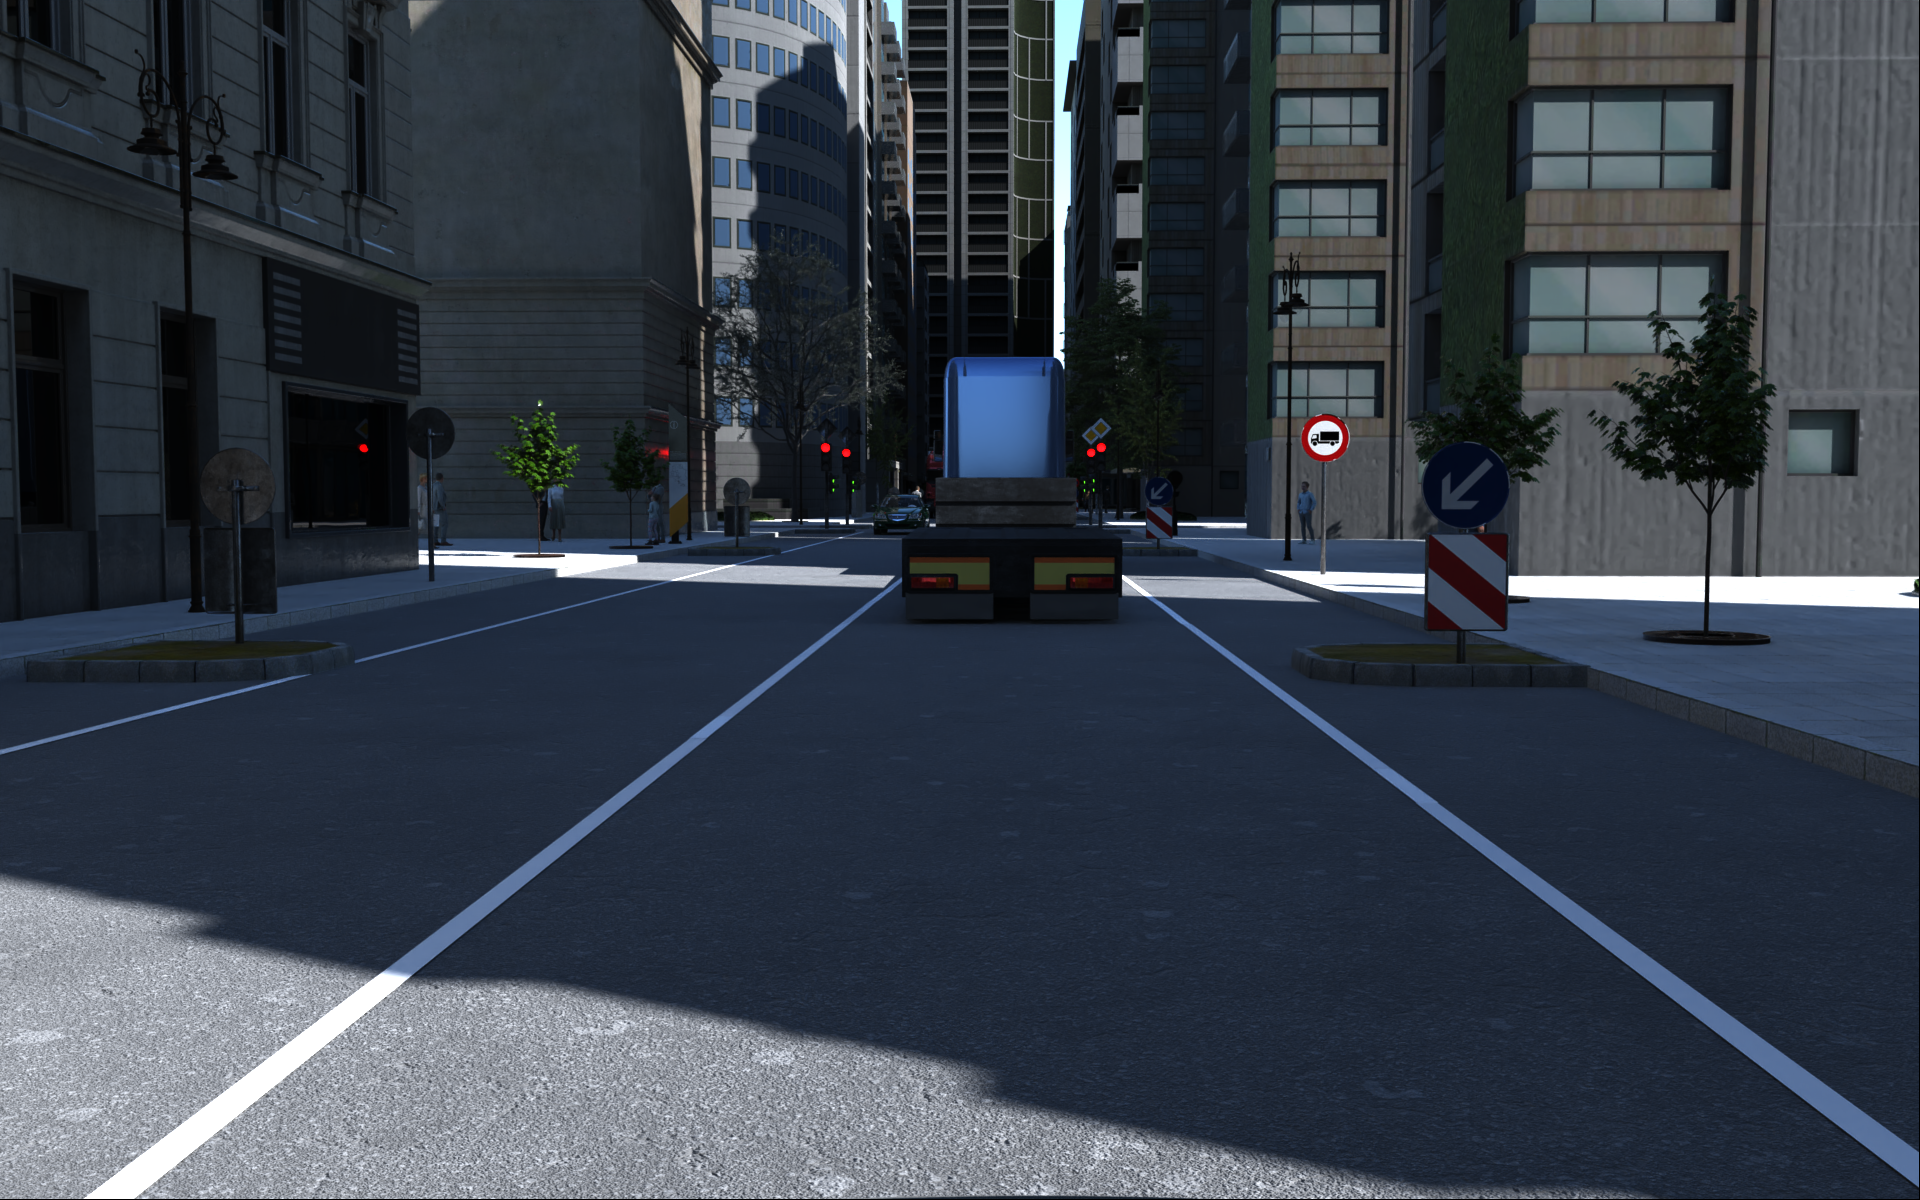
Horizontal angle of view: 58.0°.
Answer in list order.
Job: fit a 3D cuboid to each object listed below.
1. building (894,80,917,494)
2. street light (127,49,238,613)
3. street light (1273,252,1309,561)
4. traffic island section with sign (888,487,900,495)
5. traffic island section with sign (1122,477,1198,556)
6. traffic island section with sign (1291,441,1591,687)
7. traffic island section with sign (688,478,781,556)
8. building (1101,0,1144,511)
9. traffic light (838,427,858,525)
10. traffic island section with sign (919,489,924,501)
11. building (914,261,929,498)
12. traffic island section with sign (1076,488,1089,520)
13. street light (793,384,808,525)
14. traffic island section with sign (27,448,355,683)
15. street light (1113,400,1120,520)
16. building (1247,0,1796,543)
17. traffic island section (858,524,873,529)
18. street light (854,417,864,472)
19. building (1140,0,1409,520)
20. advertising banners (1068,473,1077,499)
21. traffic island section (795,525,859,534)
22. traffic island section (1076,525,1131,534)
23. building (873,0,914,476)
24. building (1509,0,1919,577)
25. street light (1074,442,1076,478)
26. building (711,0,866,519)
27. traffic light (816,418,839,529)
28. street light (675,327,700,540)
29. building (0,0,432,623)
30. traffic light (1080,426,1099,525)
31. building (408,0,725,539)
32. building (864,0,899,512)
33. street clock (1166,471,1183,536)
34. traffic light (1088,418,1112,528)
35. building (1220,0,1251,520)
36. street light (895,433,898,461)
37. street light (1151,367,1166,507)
[{"bbox_3d":[-12.047,-32.692,184.627,14.600,45.320,14.200,0,4,2],"label":"building"},{"bbox_3d":[-8.292,-2.805,18.642,0.468,5.910,1.993,0,4,2],"label":"street light"},{"bbox_3d":[6.329,-3.699,33.273,0.468,5.910,1.993,0,4,2],"label":"street light"},{"bbox_3d":[-3.645,-5.391,96.766,1.989,1.847,2.006,0,4,2],"label":"traffic island section with sign"},{"bbox_3d":[4.510,-1.965,40.760,1.989,1.847,2.006,0,4,2],"label":"traffic island section with sign"},{"bbox_3d":[3.722,-0.317,13.816,1.989,1.847,2.006,0,4,2],"label":"traffic island section with sign"},{"bbox_3d":[-5.300,-1.984,41.061,1.989,1.847,2.006,0,4,2],"label":"traffic island section with sign"},{"bbox_3d":[24.733,-33.179,131.718,28.713,52.752,27.495,0,4,2],"label":"building"},{"bbox_3d":[-4.669,-5.076,71.908,0.839,4.253,0.868,0,4,2],"label":"traffic light"},{"bbox_3d":[-2.838,-7.039,123.721,1.989,1.847,2.006,0,4,2],"label":"traffic island section with sign"},{"bbox_3d":[-10.901,-27.113,214.999,14.107,30.474,14.160,0,4,2],"label":"building"},{"bbox_3d":[6.188,-5.409,97.064,1.989,1.847,2.006,0,4,2],"label":"traffic island section with sign"},{"bbox_3d":[-6.681,-6.109,72.674,0.468,5.910,1.993,0,4,2],"label":"street light"},{"bbox_3d":[-6.107,-0.336,14.118,1.989,1.847,2.006,0,4,2],"label":"traffic island section with sign"},{"bbox_3d":[7.799,-6.881,85.296,0.468,5.910,1.993,0,4,2],"label":"street light"},{"bbox_3d":[16.035,-22.682,54.443,14.154,41.232,14.086,0,4,2],"label":"building"},{"bbox_3d":[-4.709,-3.044,72.044,2.009,0.180,2.903,0,4,2],"label":"traffic island section"},{"bbox_3d":[-5.927,-7.902,101.992,0.468,5.910,1.993,0,4,2],"label":"street light"},{"bbox_3d":[17.816,-25.684,103.526,14.154,41.232,14.086,0,4,2],"label":"building"},{"bbox_3d":[9.209,-8.932,142.219,0.090,3.025,2.074,-1,4,-18],"label":"advertising banners"},{"bbox_3d":[-4.947,-2.555,64.062,2.009,0.180,2.903,0,4,2],"label":"traffic island section"},{"bbox_3d":[5.190,-2.537,63.757,2.009,0.180,2.903,0,4,2],"label":"traffic island section"},{"bbox_3d":[-16.657,-33.195,162.354,23.786,49.044,30.456,0,4,2],"label":"building"},{"bbox_3d":[15.928,-21.333,32.392,14.154,41.232,14.086,0,4,2],"label":"building"},{"bbox_3d":[9.666,-10.551,145.303,0.468,5.910,1.993,0,4,2],"label":"street light"},{"bbox_3d":[-17.092,-34.019,98.217,21.231,58.520,28.212,0,4,2],"label":"building"},{"bbox_3d":[-4.907,-4.588,63.926,0.839,4.253,0.868,0,4,2],"label":"traffic light"},{"bbox_3d":[-7.523,-4.598,47.959,0.468,5.910,1.993,0,4,2],"label":"street light"},{"bbox_3d":[-17.635,-14.266,9.662,17.030,29.872,44.131,0,4,2],"label":"building"},{"bbox_3d":[5.388,-5.058,71.626,0.839,4.253,0.868,0,4,2],"label":"traffic light"},{"bbox_3d":[-25.706,-14.507,56.278,34.723,24.649,14.460,0,4,2],"label":"building"},{"bbox_3d":[-14.860,-42.317,130.129,20.563,71.187,20.611,0,4,2],"label":"building"},{"bbox_3d":[6.621,-2.992,53.483,0.471,2.002,0.358,0,4,-4],"label":"street clock"},{"bbox_3d":[5.150,-4.570,63.644,0.839,4.253,0.868,0,4,2],"label":"traffic light"},{"bbox_3d":[27.881,-28.298,82.289,30.456,49.044,23.786,0,4,2],"label":"building"},{"bbox_3d":[-4.876,-9.695,131.301,0.468,5.910,1.993,0,4,2],"label":"street light"},{"bbox_3d":[7.216,-5.528,63.174,0.468,5.910,1.993,0,4,2],"label":"street light"}]
